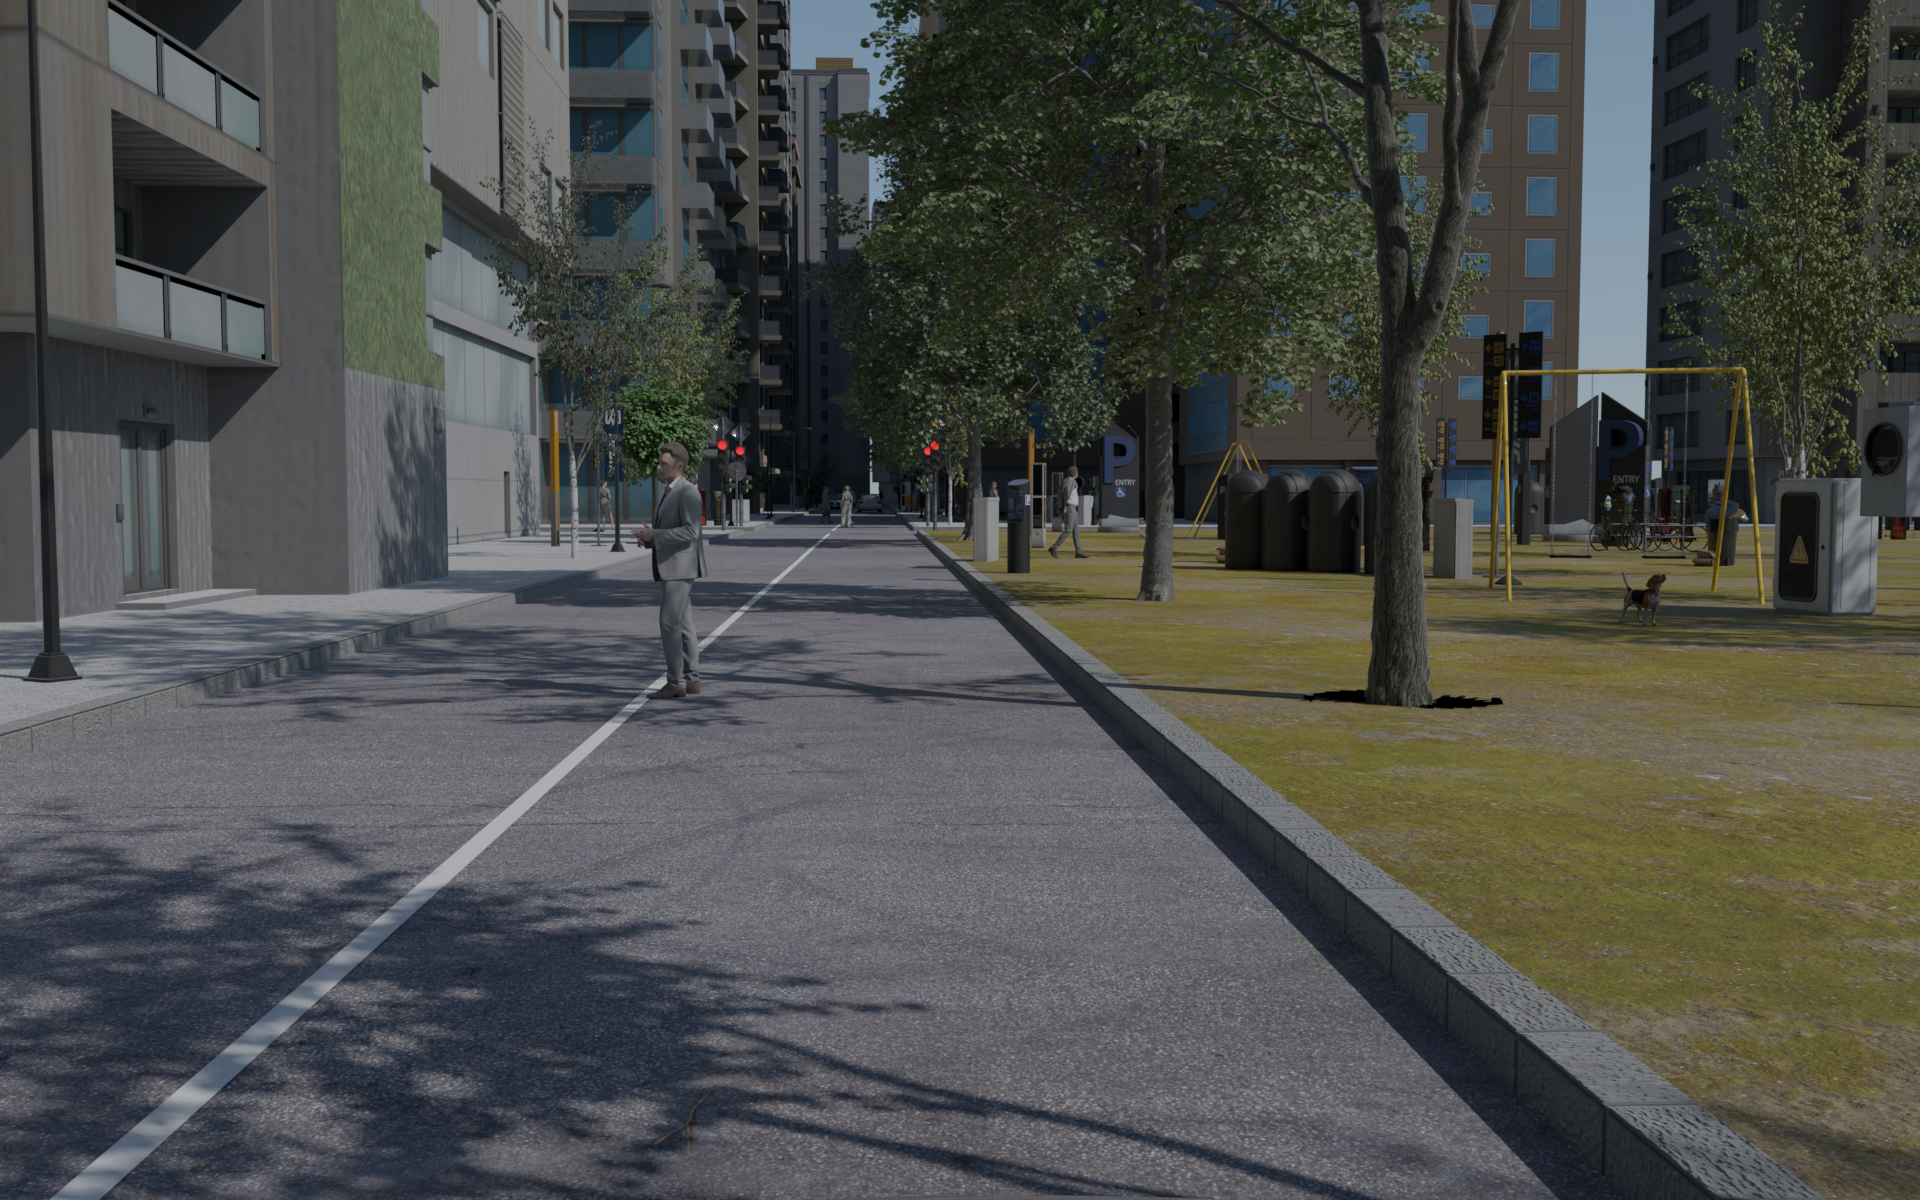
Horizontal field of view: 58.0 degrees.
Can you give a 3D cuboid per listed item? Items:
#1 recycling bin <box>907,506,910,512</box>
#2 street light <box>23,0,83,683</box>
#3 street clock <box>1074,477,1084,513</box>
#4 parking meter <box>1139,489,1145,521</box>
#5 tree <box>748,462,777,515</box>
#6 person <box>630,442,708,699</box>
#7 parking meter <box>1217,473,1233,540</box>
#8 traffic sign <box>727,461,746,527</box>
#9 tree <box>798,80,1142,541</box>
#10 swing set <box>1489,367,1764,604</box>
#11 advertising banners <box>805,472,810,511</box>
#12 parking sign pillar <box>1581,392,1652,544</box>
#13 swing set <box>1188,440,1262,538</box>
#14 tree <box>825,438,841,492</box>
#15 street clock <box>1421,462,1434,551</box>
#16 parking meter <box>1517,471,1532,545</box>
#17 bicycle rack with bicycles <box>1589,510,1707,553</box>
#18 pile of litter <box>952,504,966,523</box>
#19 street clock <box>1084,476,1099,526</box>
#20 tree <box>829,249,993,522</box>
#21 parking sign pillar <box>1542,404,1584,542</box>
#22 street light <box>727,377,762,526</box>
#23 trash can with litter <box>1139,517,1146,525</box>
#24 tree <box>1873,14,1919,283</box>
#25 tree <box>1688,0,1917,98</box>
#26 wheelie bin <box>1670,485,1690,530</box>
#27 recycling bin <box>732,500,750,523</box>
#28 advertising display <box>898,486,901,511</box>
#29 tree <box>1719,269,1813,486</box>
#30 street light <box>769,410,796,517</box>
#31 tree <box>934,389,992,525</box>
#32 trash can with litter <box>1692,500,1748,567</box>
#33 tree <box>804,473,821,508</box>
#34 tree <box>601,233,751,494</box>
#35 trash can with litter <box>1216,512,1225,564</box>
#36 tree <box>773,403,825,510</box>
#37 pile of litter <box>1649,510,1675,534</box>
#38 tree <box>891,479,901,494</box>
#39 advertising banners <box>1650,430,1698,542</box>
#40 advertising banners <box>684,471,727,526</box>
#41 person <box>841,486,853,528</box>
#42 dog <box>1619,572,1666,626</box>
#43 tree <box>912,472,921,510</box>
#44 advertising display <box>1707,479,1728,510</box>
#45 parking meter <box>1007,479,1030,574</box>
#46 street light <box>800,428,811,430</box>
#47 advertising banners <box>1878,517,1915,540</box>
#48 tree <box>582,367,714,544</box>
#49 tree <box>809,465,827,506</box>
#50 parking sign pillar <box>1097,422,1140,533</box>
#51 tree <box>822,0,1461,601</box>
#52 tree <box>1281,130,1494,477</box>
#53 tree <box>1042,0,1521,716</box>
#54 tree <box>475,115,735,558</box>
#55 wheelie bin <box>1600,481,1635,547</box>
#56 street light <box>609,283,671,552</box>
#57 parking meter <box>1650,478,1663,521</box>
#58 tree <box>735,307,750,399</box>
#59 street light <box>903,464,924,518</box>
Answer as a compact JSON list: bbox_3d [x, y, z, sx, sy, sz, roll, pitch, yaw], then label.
[{"bbox_3d":[-3.911,-6.858,124.677,0.722,1.027,0.722,0,4,-2],"label":"recycling bin"},{"bbox_3d":[-5.712,-2.400,11.778,1.470,5.913,1.316,0,4,-3],"label":"street light"},{"bbox_3d":[5.034,-4.218,73.533,0.471,2.002,0.358,2,4,28],"label":"street clock"},{"bbox_3d":[8.803,-4.623,84.001,0.372,1.533,0.369,0,3,0],"label":"parking meter"},{"bbox_3d":[-11.781,-6.737,104.751,1.663,3.219,1.824,0,3,0],"label":"tree"},{"bbox_3d":[-2.096,-0.220,12.297,0.583,1.804,0.606,-2,4,-30],"label":"person"},{"bbox_3d":[7.423,-2.620,48.549,0.255,1.863,0.399,-3,5,-44],"label":"parking meter"},{"bbox_3d":[-8.727,-4.130,67.637,0.768,2.556,0.104,0,4,-1],"label":"traffic sign"},{"bbox_3d":[0.382,-7.996,47.738,9.611,12.733,9.660,0,3,0],"label":"tree"},{"bbox_3d":[8.390,-1.474,21.727,3.119,2.851,2.862,1,4,13],"label":"swing set"},{"bbox_3d":[-11.913,-8.519,135.475,0.090,3.025,2.074,0,4,4],"label":"advertising banners"},{"bbox_3d":[17.326,-3.473,45.248,1.447,3.967,1.447,3,5,42],"label":"parking sign pillar"},{"bbox_3d":[8.317,-3.309,51.714,2.862,2.851,3.119,0,4,5],"label":"swing set"},{"bbox_3d":[-17.148,-16.548,220.920,4.360,8.622,3.978,0,3,0],"label":"tree"},{"bbox_3d":[10.491,-2.107,39.024,0.358,2.002,0.471,0,4,1],"label":"street clock"},{"bbox_3d":[14.241,-2.325,43.720,0.255,1.863,0.399,0,4,2],"label":"parking meter"},{"bbox_3d":[15.501,-1.548,38.692,2.925,0.926,2.852,0,4,-4],"label":"bicycle rack with bicycles"},{"bbox_3d":[0.184,-3.948,78.515,1.176,0.858,1.719,2,4,27],"label":"pile of litter"},{"bbox_3d":[5.467,-4.036,70.559,0.471,2.002,0.358,3,5,44],"label":"street clock"},{"bbox_3d":[-1.401,-10.630,80.448,9.857,13.997,8.962,0,3,0],"label":"tree"},{"bbox_3d":[16.671,-3.595,47.255,1.447,3.967,1.447,0,4,-3],"label":"parking sign pillar"},{"bbox_3d":[-8.562,-5.885,68.755,1.470,5.913,1.316,0,4,-3],"label":"street light"},{"bbox_3d":[7.221,-3.724,72.272,1.055,1.170,0.624,-2,4,-25],"label":"trash can with litter"},{"bbox_3d":[12.914,-4.224,19.432,4.360,8.622,3.978,0,3,0],"label":"tree"},{"bbox_3d":[12.978,-4.628,26.031,4.737,8.622,4.395,0,3,0],"label":"tree"},{"bbox_3d":[25.891,-3.333,62.407,0.980,1.594,0.693,0,4,6],"label":"wheelie bin"},{"bbox_3d":[-9.877,-3.983,77.679,0.722,1.027,0.722,1,4,8],"label":"recycling bin"},{"bbox_3d":[-4.697,-7.946,135.125,0.123,1.923,0.974,0,4,7],"label":"advertising display"},{"bbox_3d":[26.502,-6.380,54.669,4.360,8.622,3.978,0,3,0],"label":"tree"},{"bbox_3d":[-9.859,-7.504,95.239,1.470,5.913,1.316,0,4,-3],"label":"street light"},{"bbox_3d":[-0.169,-7.419,71.665,4.737,8.622,4.395,0,3,0],"label":"tree"},{"bbox_3d":[13.515,-1.190,30.840,1.055,1.170,0.624,-3,5,-43],"label":"trash can with litter"},{"bbox_3d":[-13.532,-10.075,159.320,1.663,3.219,1.824,0,3,0],"label":"tree"},{"bbox_3d":[-8.323,-6.097,50.050,4.737,8.622,4.395,0,3,0],"label":"tree"},{"bbox_3d":[5.163,-1.273,32.206,0.624,1.170,1.055,2,4,28],"label":"trash can with litter"},{"bbox_3d":[-13.695,-11.651,140.854,4.360,8.622,3.978,0,3,0],"label":"tree"},{"bbox_3d":[22.683,-2.608,56.604,1.176,0.858,1.719,0,4,5],"label":"pile of litter"},{"bbox_3d":[-7.823,-13.878,221.512,1.663,3.219,1.824,0,3,0],"label":"tree"},{"bbox_3d":[19.123,-3.102,46.901,0.090,3.025,2.074,-2,4,-24],"label":"advertising banners"},{"bbox_3d":[-10.465,-4.515,70.005,2.074,3.025,0.090,0,4,-4],"label":"advertising banners"},{"bbox_3d":[-4.793,-3.913,73.021,0.519,1.759,0.362,-1,4,-22],"label":"person"},{"bbox_3d":[6.731,-0.015,17.074,0.540,0.507,0.406,3,5,39],"label":"dog"},{"bbox_3d":[-3.308,-9.287,146.439,1.663,3.219,1.824,0,3,0],"label":"tree"},{"bbox_3d":[32.014,-4.159,73.209,0.123,1.923,0.974,-2,4,-26],"label":"advertising display"},{"bbox_3d":[0.952,-1.204,28.092,0.372,1.533,0.369,0,3,0],"label":"parking meter"},{"bbox_3d":[-11.127,-9.120,121.661,1.470,5.913,1.316,0,4,-3],"label":"street light"},{"bbox_3d":[26.413,-3.212,48.712,0.090,3.025,2.074,-1,4,-23],"label":"advertising banners"},{"bbox_3d":[-8.059,-3.746,44.954,4.285,4.588,4.351,0,3,0],"label":"tree"},{"bbox_3d":[-16.436,-12.839,193.633,4.285,4.588,4.351,0,3,0],"label":"tree"},{"bbox_3d":[5.317,-4.249,57.937,1.447,3.967,1.447,-1,4,-11],"label":"parking sign pillar"},{"bbox_3d":[2.226,-6.290,20.966,7.486,12.596,7.792,0,3,0],"label":"tree"},{"bbox_3d":[8.668,-5.136,34.334,4.737,8.622,4.395,0,3,0],"label":"tree"},{"bbox_3d":[2.847,-5.177,10.392,9.928,11.665,9.643,0,3,0],"label":"tree"},{"bbox_3d":[-7.483,-5.134,34.311,4.360,8.622,3.978,0,3,0],"label":"tree"},{"bbox_3d":[16.110,-2.111,42.422,0.693,1.594,0.980,3,4,37],"label":"wheelie bin"},{"bbox_3d":[-7.040,-4.016,38.197,1.470,5.913,1.316,0,4,-3],"label":"street light"},{"bbox_3d":[24.610,-3.399,61.277,0.399,1.863,0.255,-2,4,-25],"label":"parking meter"},{"bbox_3d":[-8.971,-6.527,57.084,4.360,8.622,3.978,0,3,0],"label":"tree"},{"bbox_3d":[-2.569,-7.249,91.058,1.470,5.913,1.316,0,4,-3],"label":"street light"}]
